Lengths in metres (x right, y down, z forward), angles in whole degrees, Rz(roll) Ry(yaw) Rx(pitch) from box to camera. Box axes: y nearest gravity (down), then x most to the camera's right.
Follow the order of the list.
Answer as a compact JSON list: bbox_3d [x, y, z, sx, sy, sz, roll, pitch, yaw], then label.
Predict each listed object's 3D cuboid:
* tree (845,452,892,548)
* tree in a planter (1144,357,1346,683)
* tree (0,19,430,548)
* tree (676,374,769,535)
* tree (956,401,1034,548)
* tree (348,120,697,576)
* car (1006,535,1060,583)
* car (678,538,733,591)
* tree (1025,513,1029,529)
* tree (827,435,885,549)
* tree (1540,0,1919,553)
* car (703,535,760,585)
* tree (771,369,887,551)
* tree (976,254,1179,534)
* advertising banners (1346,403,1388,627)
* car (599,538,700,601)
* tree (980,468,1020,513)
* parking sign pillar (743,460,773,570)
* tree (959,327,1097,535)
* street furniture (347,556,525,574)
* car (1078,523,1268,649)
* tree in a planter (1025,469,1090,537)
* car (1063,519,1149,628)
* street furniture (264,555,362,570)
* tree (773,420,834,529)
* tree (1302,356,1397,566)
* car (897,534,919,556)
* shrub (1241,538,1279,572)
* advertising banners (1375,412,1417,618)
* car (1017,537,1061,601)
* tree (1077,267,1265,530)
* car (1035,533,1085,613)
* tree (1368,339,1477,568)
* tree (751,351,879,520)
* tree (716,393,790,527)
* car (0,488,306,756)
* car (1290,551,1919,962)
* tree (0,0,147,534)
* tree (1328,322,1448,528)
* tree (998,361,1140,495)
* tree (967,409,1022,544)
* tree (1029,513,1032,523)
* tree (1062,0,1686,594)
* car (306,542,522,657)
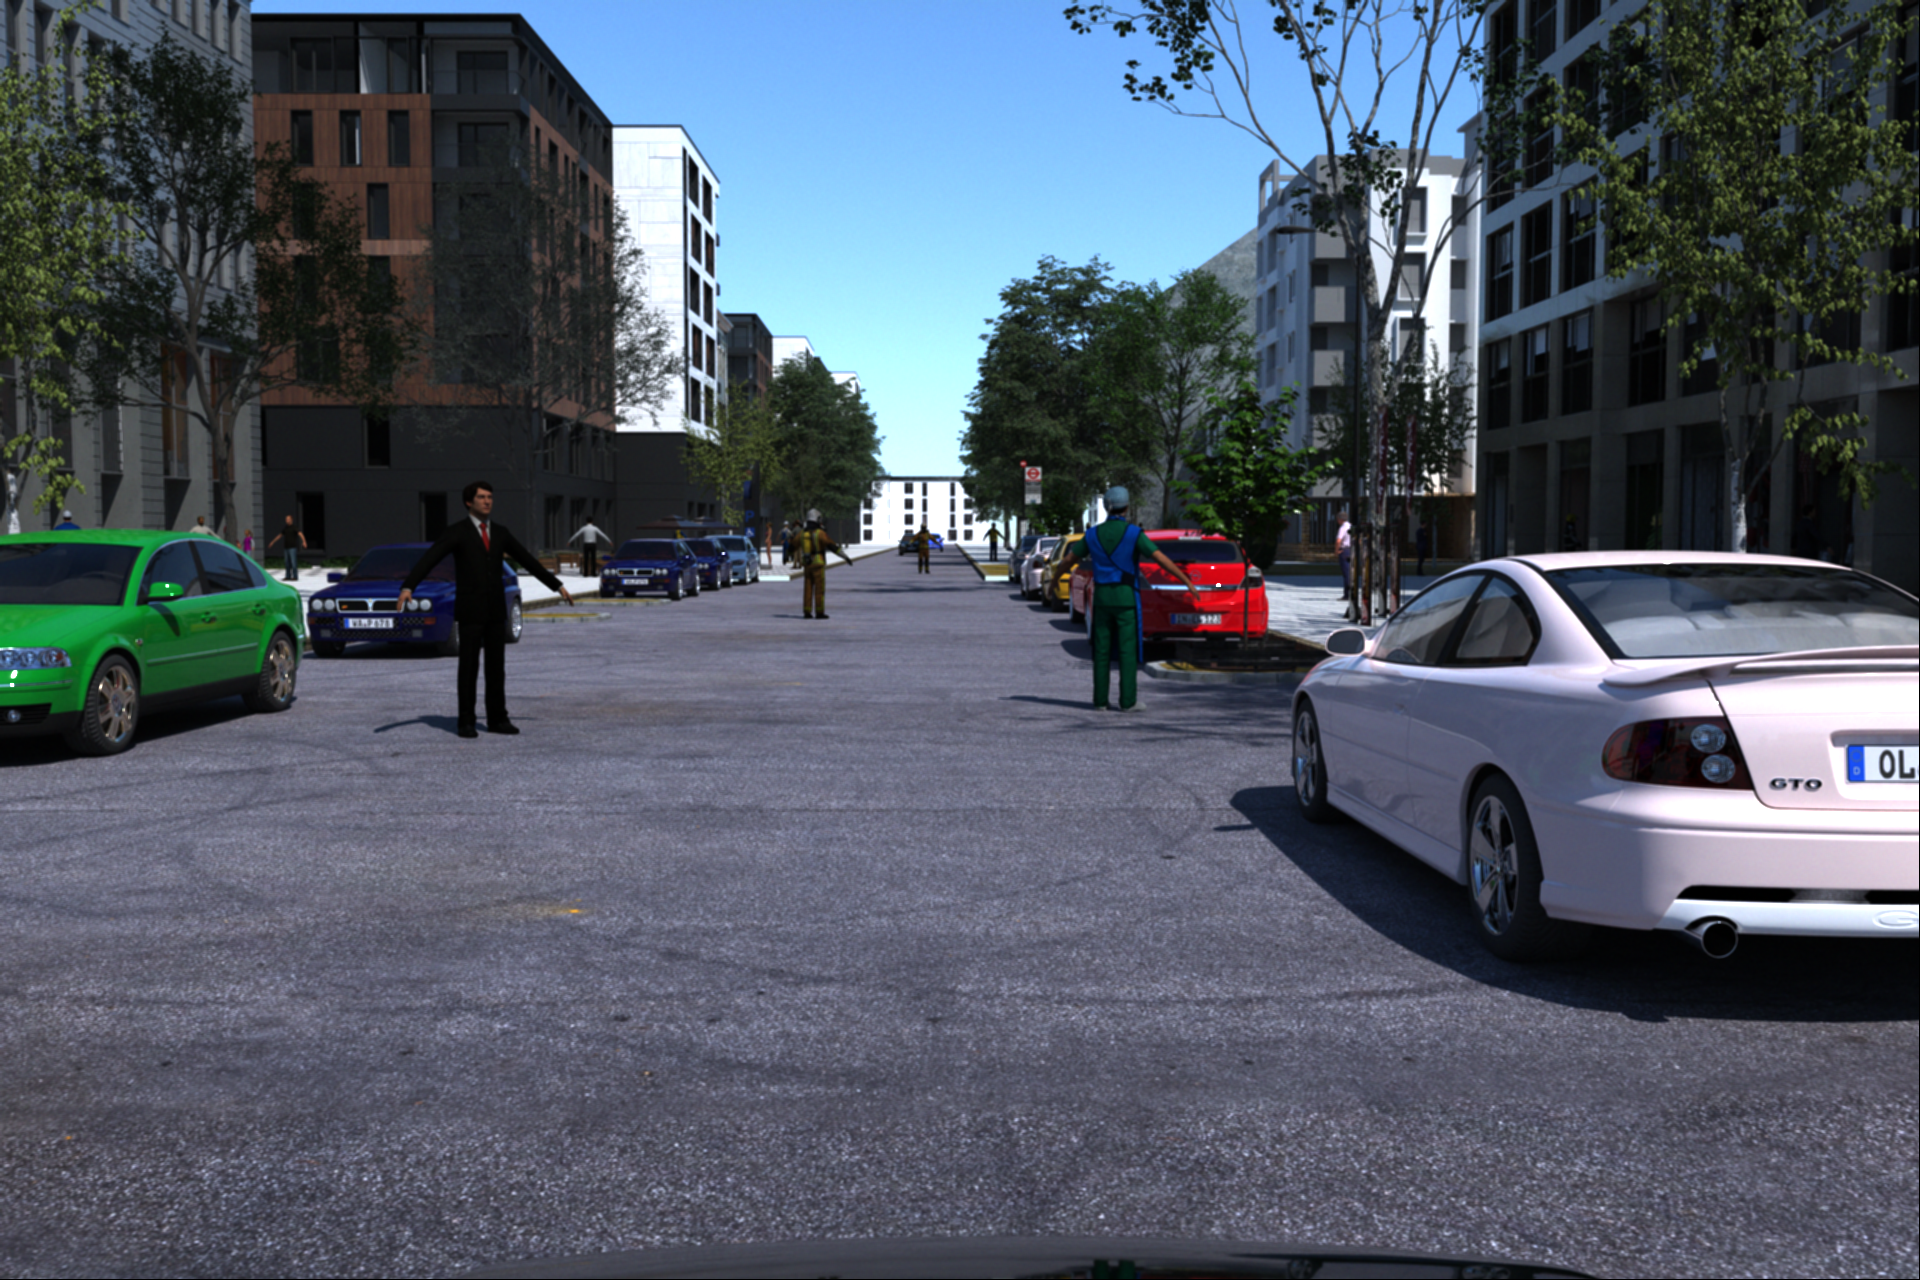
[{"bbox_3d":[-10.447,-13.722,158.765,8.767,10.594,7.601,0,4,-2],"label":"tree"},{"bbox_3d":[2.921,-1.246,17.595,1.991,3.239,1.994,0,4,-1],"label":"tree in a planter"},{"bbox_3d":[-13.516,-5.947,31.641,7.601,10.594,8.767,2,4,33],"label":"tree"},{"bbox_3d":[-10.678,-7.848,78.680,4.737,8.622,4.395,0,3,0],"label":"tree"},{"bbox_3d":[4.233,-15.425,158.846,9.857,13.997,8.962,0,3,0],"label":"tree"},{"bbox_3d":[-13.148,-8.694,52.520,12.009,13.543,11.850,0,3,0],"label":"tree"},{"bbox_3d":[2.399,-2.417,51.518,2.014,1.417,4.499,0,4,-2],"label":"car"},{"bbox_3d":[-6.949,-1.980,44.954,1.945,1.354,3.894,0,4,0],"label":"car"},{"bbox_3d":[9.743,-17.941,243.696,4.737,8.622,4.395,0,3,0],"label":"tree"},{"bbox_3d":[-10.259,-13.583,147.833,9.928,11.665,9.643,0,3,0],"label":"tree"},{"bbox_3d":[8.163,-4.132,17.927,4.737,8.622,4.395,0,3,0],"label":"tree"},{"bbox_3d":[-6.814,-2.326,50.038,2.014,1.417,4.499,0,3,0],"label":"car"},{"bbox_3d":[-10.107,-13.689,130.477,9.857,13.997,8.962,0,3,0],"label":"tree"},{"bbox_3d":[5.246,-10.459,77.662,9.857,13.997,8.962,0,3,0],"label":"tree"},{"bbox_3d":[5.698,-1.716,24.247,0.090,3.025,2.074,0,4,0],"label":"advertising banners"},{"bbox_3d":[-6.864,-1.584,38.475,1.945,1.354,3.894,0,3,0],"label":"car"},{"bbox_3d":[5.064,-13.344,143.923,9.928,11.665,9.643,0,3,0],"label":"tree"},{"bbox_3d":[-7.524,-4.541,62.713,1.447,3.967,1.447,0,4,1],"label":"parking sign pillar"},{"bbox_3d":[4.799,-12.120,104.817,9.857,13.997,8.962,0,3,0],"label":"tree"},{"bbox_3d":[-17.497,-2.664,59.179,5.734,0.657,10.072,0,4,-7],"label":"street furniture"},{"bbox_3d":[2.556,-0.737,21.092,2.155,1.783,4.494,0,4,-1],"label":"car"},{"bbox_3d":[2.698,-3.111,48.080,1.991,3.239,1.994,0,4,-1],"label":"tree in a planter"},{"bbox_3d":[2.693,-1.074,26.608,2.155,1.783,4.494,0,4,-1],"label":"car"},{"bbox_3d":[-26.675,-2.990,64.519,10.072,0.657,5.734,0,4,8],"label":"street furniture"},{"bbox_3d":[-10.028,-9.856,111.502,4.360,8.622,3.978,0,3,0],"label":"tree"},{"bbox_3d":[16.025,-7.327,70.164,4.737,8.622,4.395,0,3,0],"label":"tree"},{"bbox_3d":[-3.206,-6.491,115.914,2.009,1.686,4.222,0,4,-1],"label":"car"},{"bbox_3d":[9.564,-3.209,56.502,1.661,2.075,1.752,0,3,0],"label":"shrub"},{"bbox_3d":[6.544,-1.824,26.012,0.090,3.025,2.074,0,4,0],"label":"advertising banners"},{"bbox_3d":[2.342,-1.610,38.692,2.083,1.381,4.827,0,4,0],"label":"car"},{"bbox_3d":[8.121,-8.645,67.094,9.928,11.665,9.643,0,3,0],"label":"tree"},{"bbox_3d":[2.482,-1.395,33.026,2.015,1.641,3.980,0,4,-1],"label":"car"},{"bbox_3d":[17.558,-6.983,64.531,4.737,8.622,4.395,0,3,0],"label":"tree"},{"bbox_3d":[-10.102,-13.055,120.096,9.857,13.997,8.962,0,3,0],"label":"tree"},{"bbox_3d":[-10.769,-8.594,90.872,4.737,8.622,4.395,0,3,0],"label":"tree"},{"bbox_3d":[-6.336,-0.231,12.580,1.959,1.807,4.718,0,4,0],"label":"car"},{"bbox_3d":[2.678,0.316,7.201,2.083,1.381,4.827,0,4,-2],"label":"car"},{"bbox_3d":[-12.418,-4.395,22.217,4.737,8.622,4.395,0,3,0],"label":"tree"},{"bbox_3d":[14.349,-6.546,57.397,4.737,8.622,4.395,0,3,0],"label":"tree"},{"bbox_3d":[5.475,-9.511,89.915,8.767,10.594,7.601,0,4,7],"label":"tree"},{"bbox_3d":[4.584,-12.590,131.604,9.928,11.665,9.643,0,3,0],"label":"tree"},{"bbox_3d":[4.857,-10.478,121.672,4.360,8.622,3.978,0,3,0],"label":"tree"},{"bbox_3d":[8.449,-10.964,35.144,12.611,20.169,13.585,0,3,0],"label":"tree"},{"bbox_3d":[-6.676,-0.543,21.464,1.945,1.354,3.894,0,3,0],"label":"car"}]
